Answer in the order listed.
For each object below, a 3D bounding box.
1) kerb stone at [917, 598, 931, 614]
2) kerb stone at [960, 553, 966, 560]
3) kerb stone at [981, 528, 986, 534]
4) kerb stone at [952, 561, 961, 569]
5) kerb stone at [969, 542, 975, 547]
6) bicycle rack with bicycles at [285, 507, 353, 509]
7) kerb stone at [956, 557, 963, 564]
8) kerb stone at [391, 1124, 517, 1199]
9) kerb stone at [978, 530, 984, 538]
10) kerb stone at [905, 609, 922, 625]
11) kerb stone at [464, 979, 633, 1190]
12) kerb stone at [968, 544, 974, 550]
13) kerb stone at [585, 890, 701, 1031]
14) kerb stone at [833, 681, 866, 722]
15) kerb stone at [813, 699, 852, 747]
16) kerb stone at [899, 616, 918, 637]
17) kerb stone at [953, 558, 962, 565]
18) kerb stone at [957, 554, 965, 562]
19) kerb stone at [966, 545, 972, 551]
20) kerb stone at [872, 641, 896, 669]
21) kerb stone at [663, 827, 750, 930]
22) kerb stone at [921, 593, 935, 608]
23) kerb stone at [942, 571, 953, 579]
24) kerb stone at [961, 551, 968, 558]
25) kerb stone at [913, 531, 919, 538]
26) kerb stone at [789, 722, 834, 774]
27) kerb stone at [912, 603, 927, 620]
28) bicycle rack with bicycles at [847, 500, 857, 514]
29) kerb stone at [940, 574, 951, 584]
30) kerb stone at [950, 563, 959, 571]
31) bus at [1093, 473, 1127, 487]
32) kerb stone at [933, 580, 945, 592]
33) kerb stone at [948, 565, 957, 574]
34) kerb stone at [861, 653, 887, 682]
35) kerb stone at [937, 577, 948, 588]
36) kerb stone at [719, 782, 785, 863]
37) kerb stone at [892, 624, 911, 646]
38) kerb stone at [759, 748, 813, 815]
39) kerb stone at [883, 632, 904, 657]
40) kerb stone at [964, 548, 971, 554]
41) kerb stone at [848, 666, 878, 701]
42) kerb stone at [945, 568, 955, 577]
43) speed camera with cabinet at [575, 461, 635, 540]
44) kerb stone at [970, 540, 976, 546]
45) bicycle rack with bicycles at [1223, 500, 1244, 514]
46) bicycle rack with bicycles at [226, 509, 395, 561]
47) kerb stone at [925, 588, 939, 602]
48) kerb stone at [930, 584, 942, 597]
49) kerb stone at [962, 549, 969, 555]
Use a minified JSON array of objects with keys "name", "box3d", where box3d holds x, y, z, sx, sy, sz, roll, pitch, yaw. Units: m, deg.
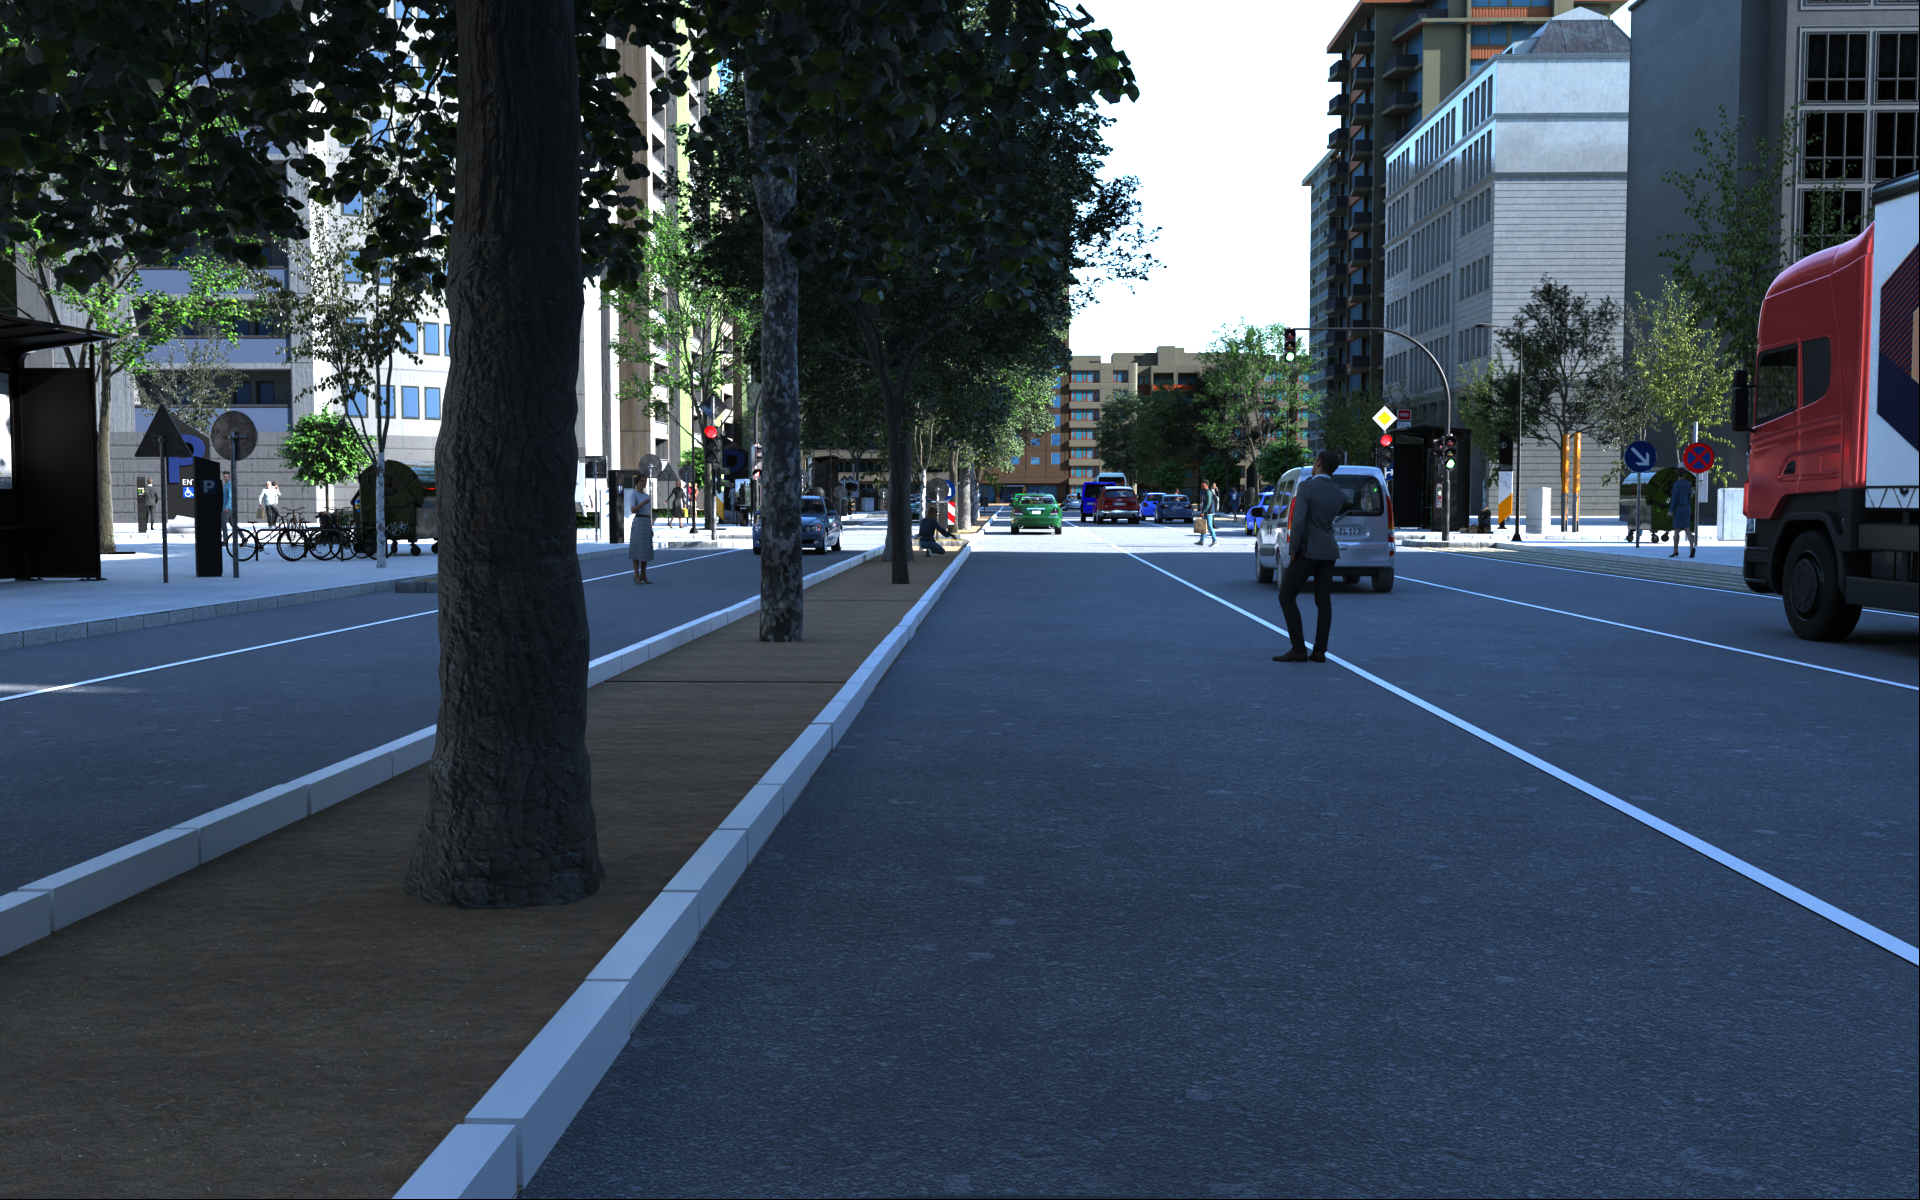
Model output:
[{"name":"kerb stone","box3d":[-0.452,0.111,20.465,0.120,0.150,1.000,0,4,2]},{"name":"kerb stone","box3d":[0.003,-0.834,35.835,0.120,0.150,1.000,0,4,2]},{"name":"kerb stone","box3d":[0.759,-2.363,60.909,0.120,0.150,1.000,0,4,2]},{"name":"kerb stone","box3d":[-0.112,-0.583,31.724,0.120,0.150,1.000,0,4,2]},{"name":"kerb stone","box3d":[0.256,-1.333,44.041,0.120,0.150,1.000,0,4,2]},{"name":"bicycle rack with bicycles","box3d":[-17.621,-2.114,47.947,2.852,0.926,2.925,-1,4,-13]},{"name":"kerb stone","box3d":[-0.061,-0.703,33.786,0.120,0.150,1.000,0,4,2]},{"name":"kerb stone","box3d":[-0.979,1.173,3.032,0.120,0.150,1.000,0,4,2]},{"name":"kerb stone","box3d":[0.641,-2.117,56.815,0.120,0.150,1.000,0,4,2]},{"name":"kerb stone","box3d":[-0.521,0.233,18.422,0.120,0.150,1.000,0,4,2]},{"name":"kerb stone","box3d":[-0.944,1.109,4.062,0.120,0.150,1.000,0,4,2]},{"name":"kerb stone","box3d":[0.197,-1.211,41.990,0.120,0.150,1.000,0,4,2]},{"name":"kerb stone","box3d":[-0.918,1.047,5.088,0.120,0.150,1.000,0,4,2]},{"name":"kerb stone","box3d":[-0.726,0.670,11.242,0.120,0.150,1.000,0,4,2]},{"name":"kerb stone","box3d":[-0.758,0.732,10.220,0.120,0.150,1.000,0,4,2]},{"name":"kerb stone","box3d":[-0.535,0.294,17.395,0.120,0.150,1.000,0,4,2]},{"name":"kerb stone","box3d":[-0.079,-0.646,32.756,0.120,0.150,1.000,0,4,2]},{"name":"kerb stone","box3d":[-0.028,-0.772,34.814,0.120,0.150,1.000,0,4,2]},{"name":"kerb stone","box3d":[0.159,-1.147,40.961,0.120,0.150,1.000,0,4,2]},{"name":"kerb stone","box3d":[-0.643,0.481,14.324,0.120,0.150,1.000,0,4,2]},{"name":"kerb stone","box3d":[-0.889,0.983,6.117,0.120,0.150,1.000,0,4,2]},{"name":"kerb stone","box3d":[-0.422,0.043,21.486,0.120,0.150,1.000,0,4,2]},{"name":"kerb stone","box3d":[-0.236,-0.332,27.627,0.120,0.150,1.000,0,4,2]},{"name":"kerb stone","box3d":[0.039,-0.897,36.856,0.120,0.150,1.000,0,4,2]},{"name":"kerb stone","box3d":[-1.425,-2.181,57.913,0.120,0.150,1.000,0,4,2]},{"name":"kerb stone","box3d":[-0.795,0.801,9.197,0.120,0.150,1.000,0,4,2]},{"name":"kerb stone","box3d":[-0.485,0.173,19.443,0.120,0.150,1.000,0,4,2]},{"name":"bicycle rack with bicycles","box3d":[-8.427,-6.107,113.229,2.852,0.926,2.925,-2,4,-33]},{"name":"kerb stone","box3d":[-0.262,-0.270,26.606,0.120,0.150,1.000,0,4,2]},{"name":"kerb stone","box3d":[-0.143,-0.520,30.703,0.120,0.150,1.000,0,4,2]},{"name":"bus","box3d":[13.366,-9.826,155.520,2.948,3.499,13.247,0,4,3]},{"name":"kerb stone","box3d":[-0.333,-0.145,24.563,0.120,0.150,1.000,0,4,2]},{"name":"kerb stone","box3d":[-0.178,-0.458,29.682,0.120,0.150,1.000,0,4,2]},{"name":"kerb stone","box3d":[-0.673,0.544,13.293,0.120,0.150,1.000,0,4,2]},{"name":"kerb stone","box3d":[-0.296,-0.204,25.584,0.120,0.150,1.000,0,4,2]},{"name":"kerb stone","box3d":[-0.857,0.920,7.148,0.120,0.150,1.000,0,4,2]},{"name":"kerb stone","box3d":[-0.575,0.359,16.367,0.120,0.150,1.000,0,4,2]},{"name":"kerb stone","box3d":[-0.825,0.858,8.174,0.120,0.150,1.000,0,4,2]},{"name":"kerb stone","box3d":[-0.610,0.419,15.346,0.120,0.150,1.000,0,4,2]},{"name":"kerb stone","box3d":[0.108,-1.022,38.916,0.120,0.150,1.000,0,4,2]},{"name":"kerb stone","box3d":[-0.701,0.607,12.269,0.120,0.150,1.000,0,4,2]},{"name":"kerb stone","box3d":[-0.209,-0.395,28.660,0.120,0.150,1.000,0,4,2]},{"name":"speed camera with cabinet","box3d":[-10.142,-3.313,48.499,2.038,3.252,0.660,-1,4,-11]},{"name":"kerb stone","box3d":[0.285,-1.399,45.062,0.120,0.150,1.000,0,4,2]},{"name":"bicycle rack with bicycles","box3d":[18.128,-5.930,110.333,2.925,0.926,2.852,-1,4,-18]},{"name":"bicycle rack with bicycles","box3d":[-12.368,-1.250,33.826,2.925,0.926,2.852,1,4,10]},{"name":"kerb stone","box3d":[-0.391,-0.019,22.507,0.120,0.150,1.000,0,4,2]},{"name":"kerb stone","box3d":[-0.359,-0.082,23.537,0.120,0.150,1.000,0,4,2]},{"name":"kerb stone","box3d":[0.072,-0.960,37.893,0.120,0.150,1.000,0,4,2]}]
